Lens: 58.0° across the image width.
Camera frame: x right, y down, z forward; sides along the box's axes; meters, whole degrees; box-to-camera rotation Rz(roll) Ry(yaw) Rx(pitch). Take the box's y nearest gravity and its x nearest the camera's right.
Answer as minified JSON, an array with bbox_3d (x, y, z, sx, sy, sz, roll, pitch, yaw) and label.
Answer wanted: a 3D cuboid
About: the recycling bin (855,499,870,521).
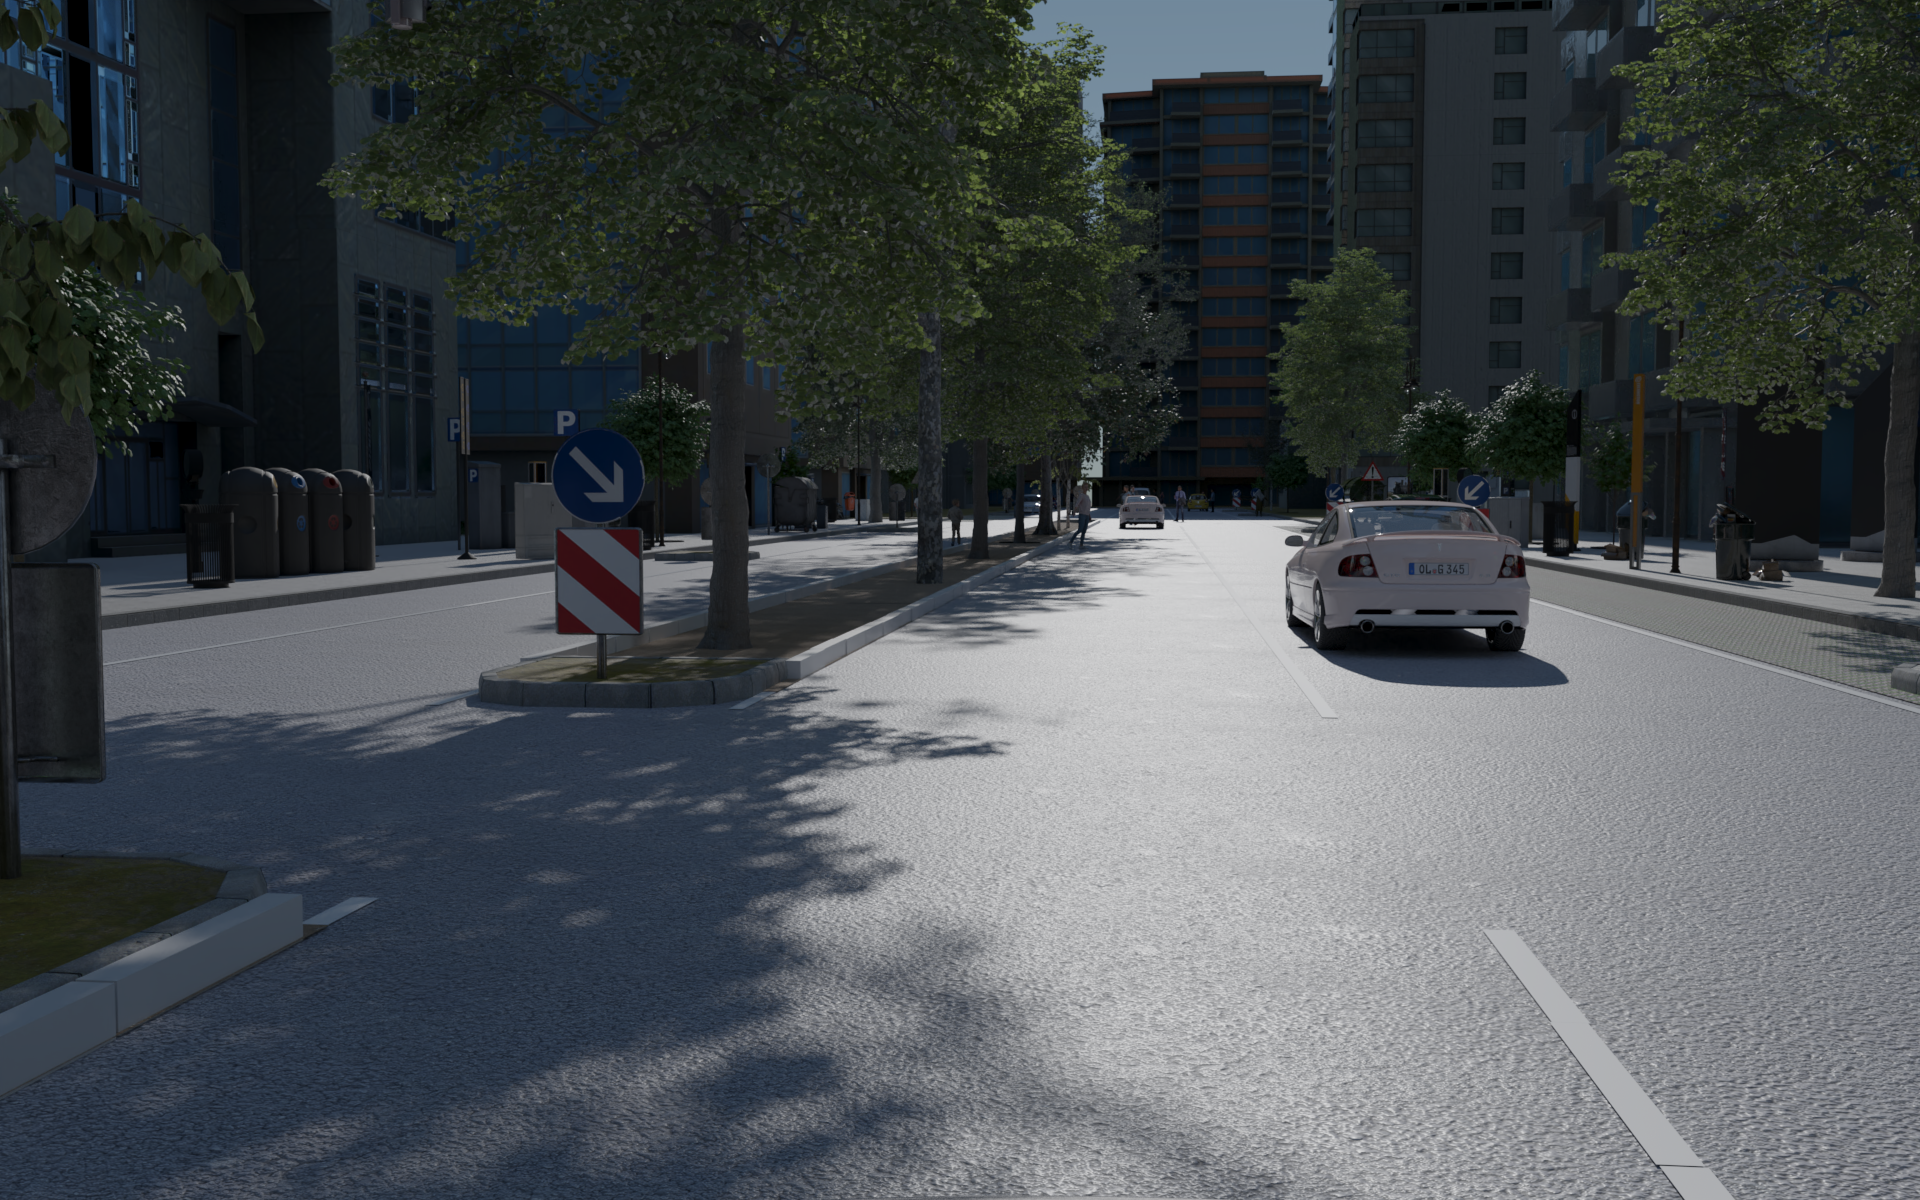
[{"bbox_3d":[-4.572,-4.342,83.551,0.722,1.027,0.722,2,4,33],"label":"recycling bin"}]

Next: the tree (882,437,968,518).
[{"bbox_3d":[-2.707,-6.807,95.013,4.285,4.588,4.351,0,3,0],"label":"tree"}]

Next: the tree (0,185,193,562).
[{"bbox_3d":[-10.228,-2.132,18.579,4.285,4.588,4.351,0,3,0],"label":"tree"}]

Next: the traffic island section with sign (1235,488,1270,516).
[{"bbox_3d":[19.176,-6.391,113.113,1.989,1.847,2.006,0,4,6],"label":"traffic island section with sign"}]

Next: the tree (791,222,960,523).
[{"bbox_3d":[-3.699,-10.465,77.756,9.857,13.997,8.962,0,3,0],"label":"tree"}]

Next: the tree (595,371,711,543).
[{"bbox_3d":[-8.026,-3.826,46.271,4.285,4.588,4.351,0,3,0],"label":"tree"}]

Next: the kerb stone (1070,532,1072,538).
[{"bbox_3d":[3.354,-1.978,54.543,0.120,0.150,1.000,0,4,6],"label":"kerb stone"}]

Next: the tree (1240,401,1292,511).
[{"bbox_3d":[23.585,-11.130,132.329,4.360,8.622,3.978,0,3,0],"label":"tree"}]

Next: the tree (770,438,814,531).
[{"bbox_3d":[-5.828,-4.023,60.379,1.663,3.219,1.824,0,3,0],"label":"tree"}]

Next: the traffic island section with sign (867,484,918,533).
[{"bbox_3d":[-2.381,-3.470,65.357,1.989,1.847,2.006,0,4,6],"label":"traffic island section with sign"}]

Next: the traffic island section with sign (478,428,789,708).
[{"bbox_3d":[-2.415,-0.270,12.555,2.006,1.907,1.989,0,4,6],"label":"traffic island section with sign"}]

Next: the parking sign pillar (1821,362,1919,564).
[{"bbox_3d":[17.637,-2.723,32.986,1.447,3.967,1.447,-1,4,-11],"label":"parking sign pillar"}]

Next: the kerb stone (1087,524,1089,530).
[{"bbox_3d":[4.958,-2.850,68.794,0.120,0.150,1.000,0,4,6],"label":"kerb stone"}]

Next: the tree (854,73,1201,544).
[{"bbox_3d":[1.742,-8.365,49.588,12.009,13.543,11.850,0,3,0],"label":"tree"}]

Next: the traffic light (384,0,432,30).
[{"bbox_3d":[-6.425,-2.360,13.253,4.771,5.953,1.251,0,4,6],"label":"traffic light"}]

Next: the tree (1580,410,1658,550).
[{"bbox_3d":[15.233,-2.789,40.208,1.663,3.219,1.824,0,3,0],"label":"tree"}]

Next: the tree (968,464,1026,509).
[{"bbox_3d":[2.233,-9.330,136.259,4.285,4.588,4.351,0,3,0],"label":"tree"}]

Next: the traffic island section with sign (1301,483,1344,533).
[{"bbox_3d":[13.607,-3.372,63.759,1.989,1.847,2.006,0,4,6],"label":"traffic island section with sign"}]

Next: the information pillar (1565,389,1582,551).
[{"bbox_3d":[13.780,-2.909,38.915,0.183,3.616,0.504,-1,4,-10],"label":"information pillar"}]

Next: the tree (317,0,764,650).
[{"bbox_3d":[-2.201,-5.840,16.073,7.486,12.596,7.792,0,3,0],"label":"tree"}]

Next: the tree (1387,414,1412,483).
[{"bbox_3d":[14.612,-4.215,52.633,4.285,4.588,4.351,0,3,0],"label":"tree"}]

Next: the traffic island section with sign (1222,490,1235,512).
[{"bbox_3d":[22.193,-8.029,139.899,1.989,1.847,2.006,0,4,6],"label":"traffic island section with sign"}]

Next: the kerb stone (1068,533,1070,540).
[{"bbox_3d":[3.235,-1.915,53.526,0.120,0.150,1.000,0,4,6],"label":"kerb stone"}]

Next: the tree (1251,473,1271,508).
[{"bbox_3d":[27.552,-10.102,159.775,1.663,3.219,1.824,0,3,0],"label":"tree"}]

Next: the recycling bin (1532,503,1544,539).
[{"bbox_3d":[16.214,-2.258,49.478,0.722,1.027,0.722,-3,5,-43],"label":"recycling bin"}]

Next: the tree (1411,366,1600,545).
[{"bbox_3d":[14.750,-3.713,44.416,4.285,4.588,4.351,0,3,0],"label":"tree"}]

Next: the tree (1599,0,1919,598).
[{"bbox_3d":[12.050,-6.292,21.006,7.486,12.596,7.792,0,3,0],"label":"tree"}]

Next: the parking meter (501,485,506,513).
[{"bbox_3d":[-12.813,-2.432,48.181,0.372,1.533,0.369,0,3,0],"label":"parking meter"}]

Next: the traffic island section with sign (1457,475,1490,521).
[{"bbox_3d":[10.520,-1.693,36.312,1.989,1.847,2.006,0,4,6],"label":"traffic island section with sign"}]

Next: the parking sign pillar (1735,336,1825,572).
[{"bbox_3d":[13.732,-2.481,29.043,1.447,3.967,1.447,2,4,26],"label":"parking sign pillar"}]

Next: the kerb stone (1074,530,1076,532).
[{"bbox_3d":[3.700,-2.165,57.600,0.120,0.150,1.000,0,4,6],"label":"kerb stone"}]

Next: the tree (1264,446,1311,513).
[{"bbox_3d":[22.245,-8.175,117.374,4.285,4.588,4.351,0,3,0],"label":"tree"}]

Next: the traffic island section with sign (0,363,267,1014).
[{"bbox_3d":[-3.255,0.180,5.196,2.006,1.907,1.989,0,4,6],"label":"traffic island section with sign"}]

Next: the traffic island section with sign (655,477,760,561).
[{"bbox_3d":[-5.470,-1.797,38.003,1.989,1.847,2.006,0,4,6],"label":"traffic island section with sign"}]

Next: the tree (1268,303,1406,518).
[{"bbox_3d":[20.133,-10.214,92.762,9.928,11.665,9.643,0,3,0],"label":"tree"}]

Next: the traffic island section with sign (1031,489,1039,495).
[{"bbox_3d":[6.199,-8.124,141.461,1.989,1.847,2.006,0,4,6],"label":"traffic island section with sign"}]

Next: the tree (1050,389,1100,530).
[{"bbox_3d":[3.931,-7.057,68.199,4.737,8.622,4.395,0,3,0],"label":"tree"}]

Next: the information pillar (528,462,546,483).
[{"bbox_3d":[-9.565,-2.126,39.250,0.304,2.012,0.304,-3,5,-40],"label":"information pillar"}]

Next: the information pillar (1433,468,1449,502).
[{"bbox_3d":[13.607,-2.725,49.042,0.304,2.012,0.304,-3,5,-40],"label":"information pillar"}]

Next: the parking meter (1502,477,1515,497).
[{"bbox_3d":[19.017,-3.326,60.097,0.255,1.863,0.399,-3,4,-38],"label":"parking meter"}]

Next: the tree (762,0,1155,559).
[{"bbox_3d":[0.375,-7.194,38.203,7.486,12.596,7.792,0,3,0],"label":"tree"}]

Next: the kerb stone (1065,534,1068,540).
[{"bbox_3d":[3.120,-1.853,52.508,0.120,0.150,1.000,0,4,6],"label":"kerb stone"}]

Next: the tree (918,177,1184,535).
[{"bbox_3d":[3.018,-8.622,60.429,9.611,12.733,9.660,0,3,0],"label":"tree"}]

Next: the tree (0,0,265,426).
[{"bbox_3d":[-3.044,-3.104,3.574,4.737,8.622,4.395,0,3,0],"label":"tree"}]

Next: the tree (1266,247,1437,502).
[{"bbox_3d":[17.893,-9.871,79.511,7.486,12.596,7.792,0,3,0],"label":"tree"}]

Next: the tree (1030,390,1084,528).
[{"bbox_3d":[4.550,-7.338,72.798,4.360,8.622,3.978,0,3,0],"label":"tree"}]

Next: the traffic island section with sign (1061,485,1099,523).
[{"bbox_3d":[5.992,-4.837,87.224,2.006,1.907,1.989,0,4,6],"label":"traffic island section with sign"}]

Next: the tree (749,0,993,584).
[{"bbox_3d":[-1.593,-10.376,27.998,12.611,20.169,13.585,0,3,0],"label":"tree"}]

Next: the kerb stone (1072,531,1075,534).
[{"bbox_3d":[3.590,-2.103,56.580,0.120,0.150,1.000,0,4,6],"label":"kerb stone"}]

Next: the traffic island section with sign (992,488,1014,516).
[{"bbox_3d":[3.169,-6.486,114.676,1.989,1.847,2.006,0,4,6],"label":"traffic island section with sign"}]
